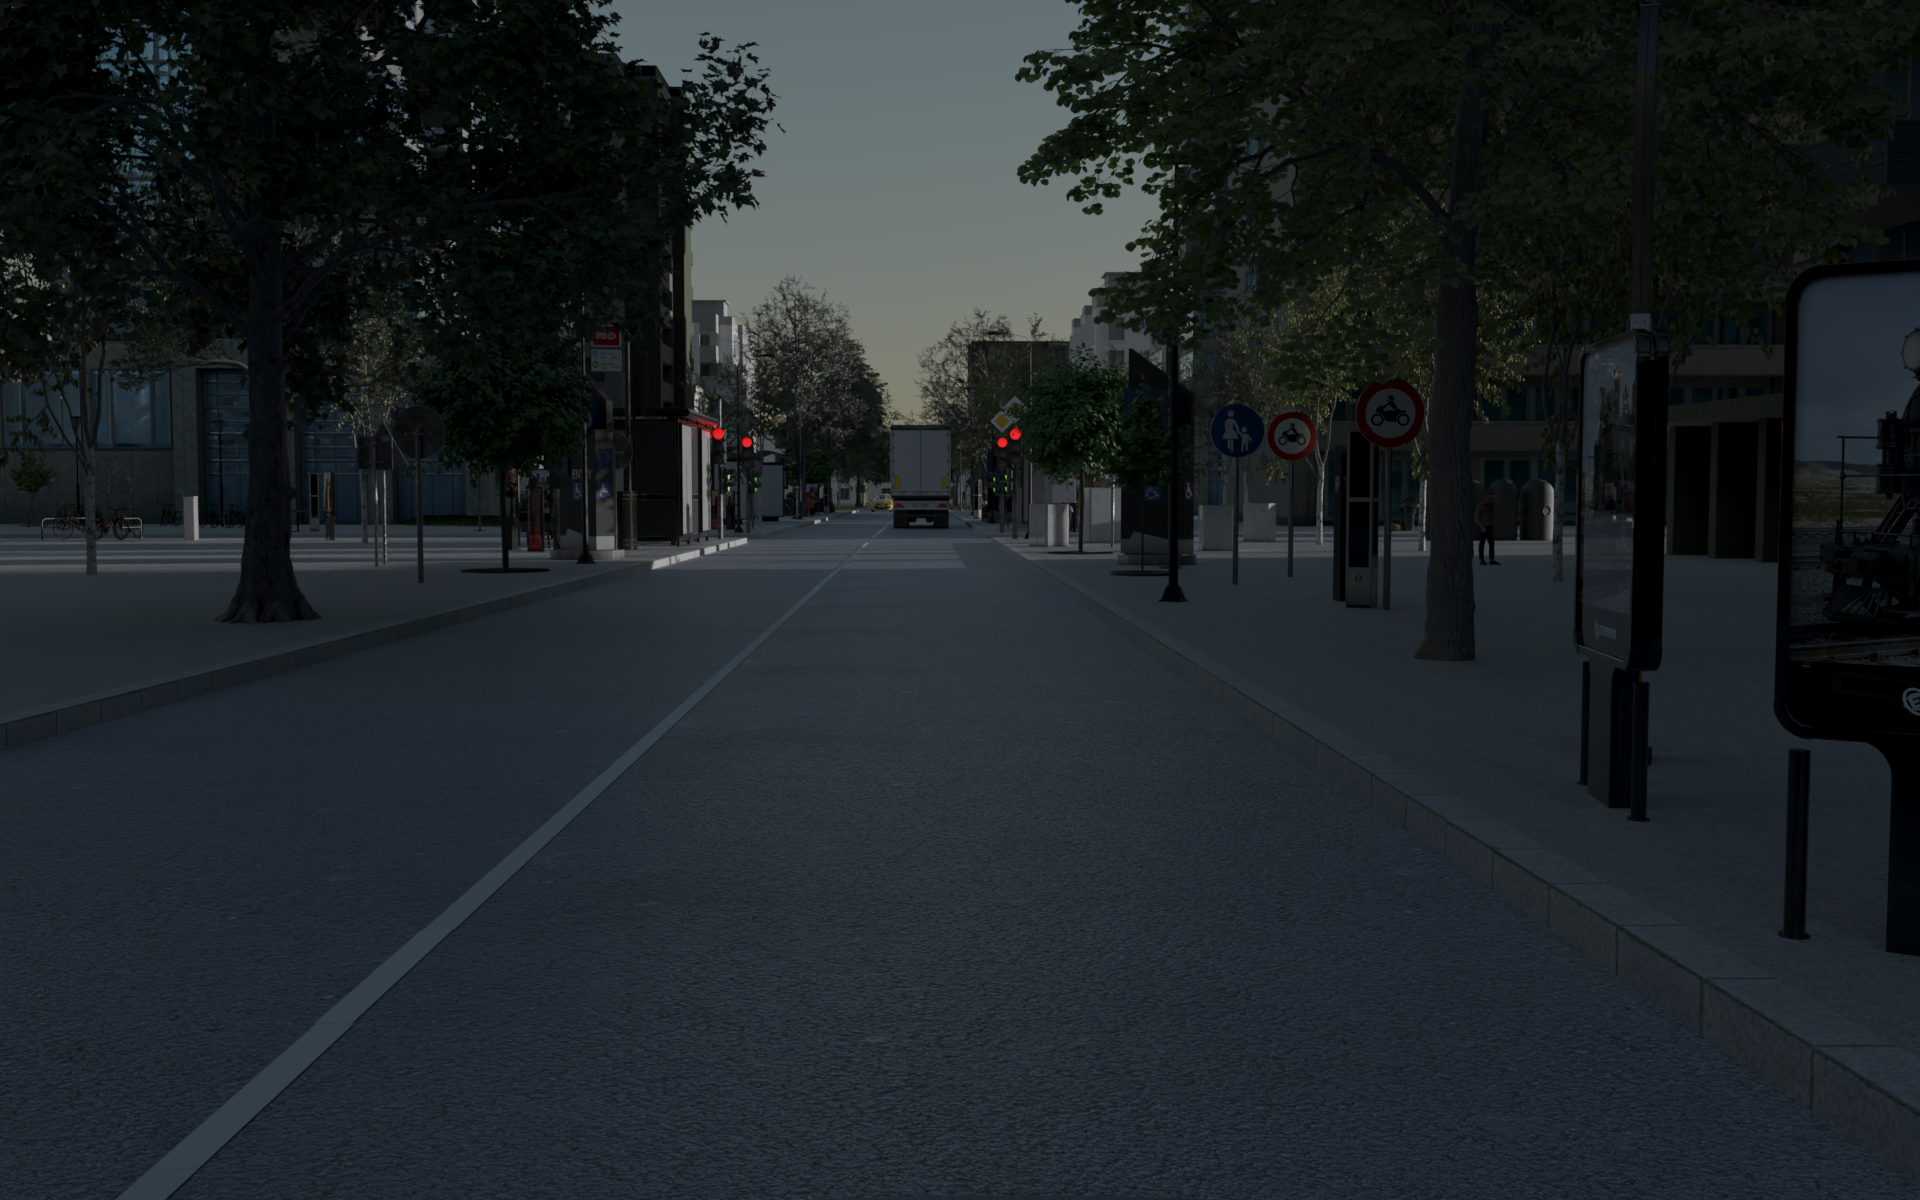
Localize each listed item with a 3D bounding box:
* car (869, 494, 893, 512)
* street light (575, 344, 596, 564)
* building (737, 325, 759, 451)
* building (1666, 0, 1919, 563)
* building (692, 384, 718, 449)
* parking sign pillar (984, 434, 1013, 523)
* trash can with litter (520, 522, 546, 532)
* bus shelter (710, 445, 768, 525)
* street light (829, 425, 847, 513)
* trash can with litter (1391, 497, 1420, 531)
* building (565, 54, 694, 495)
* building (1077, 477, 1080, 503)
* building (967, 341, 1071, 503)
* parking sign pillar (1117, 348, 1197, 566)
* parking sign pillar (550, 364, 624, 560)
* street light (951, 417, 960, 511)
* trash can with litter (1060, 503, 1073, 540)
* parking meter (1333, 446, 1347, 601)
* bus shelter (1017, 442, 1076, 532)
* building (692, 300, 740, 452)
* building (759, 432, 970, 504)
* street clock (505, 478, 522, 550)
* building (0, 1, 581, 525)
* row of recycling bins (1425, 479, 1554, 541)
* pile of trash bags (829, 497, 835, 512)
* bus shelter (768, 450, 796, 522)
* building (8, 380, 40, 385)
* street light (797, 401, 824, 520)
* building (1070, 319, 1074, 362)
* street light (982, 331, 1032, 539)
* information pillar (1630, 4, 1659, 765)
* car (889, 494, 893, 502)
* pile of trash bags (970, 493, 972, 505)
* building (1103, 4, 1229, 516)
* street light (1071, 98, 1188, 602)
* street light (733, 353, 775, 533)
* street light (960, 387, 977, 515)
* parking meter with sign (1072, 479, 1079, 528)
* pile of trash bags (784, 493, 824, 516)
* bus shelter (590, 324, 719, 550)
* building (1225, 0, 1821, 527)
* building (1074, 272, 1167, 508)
[{"bbox_3d":[-6.195,-7.796,137.692,2.015,1.641,3.980,0,4,-2],"label":"car"},{"bbox_3d":[-6.350,-3.619,31.707,1.470,5.913,1.316,0,4,-1],"label":"street light"},{"bbox_3d":[-38.554,-19.720,188.877,31.486,18.905,16.747,0,4,-1],"label":"building"},{"bbox_3d":[24.835,-22.529,22.971,22.147,44.769,28.867,0,4,-1],"label":"building"},{"bbox_3d":[-25.027,-12.502,146.557,9.099,9.664,28.070,0,4,-1],"label":"building"},{"bbox_3d":[1.780,-5.419,77.068,1.447,3.967,1.447,-3,4,-39],"label":"parking sign pillar"},{"bbox_3d":[-14.260,-2.852,58.015,1.055,1.170,0.624,-2,4,-23],"label":"trash can with litter"},{"bbox_3d":[-9.683,-4.946,74.798,2.014,3.302,5.546,0,4,-1],"label":"bus shelter"},{"bbox_3d":[-8.163,-8.790,116.255,1.470,5.913,1.316,0,4,-1],"label":"street light"},{"bbox_3d":[15.268,-2.954,59.685,1.055,1.170,0.624,-2,4,-27],"label":"trash can with litter"},{"bbox_3d":[-25.988,-21.136,117.275,14.160,30.474,14.107,0,4,-1],"label":"building"},{"bbox_3d":[14.822,-14.829,184.607,9.099,9.664,28.070,0,4,-1],"label":"building"},{"bbox_3d":[17.595,-24.327,241.723,32.646,21.610,27.936,0,4,-1],"label":"building"},{"bbox_3d":[3.607,-2.639,31.626,1.447,3.967,1.447,2,4,34],"label":"parking sign pillar"},{"bbox_3d":[-7.384,-2.796,34.180,1.447,3.967,1.447,-3,5,-45],"label":"parking sign pillar"},{"bbox_3d":[0.245,-8.032,103.856,1.470,5.913,1.316,0,4,-1],"label":"street light"},{"bbox_3d":[2.594,-2.251,48.191,1.055,1.170,0.624,0,4,-3],"label":"trash can with litter"},{"bbox_3d":[4.649,-0.921,20.775,0.255,1.863,0.399,0,4,-2],"label":"parking meter"},{"bbox_3d":[3.086,-4.079,60.608,2.014,3.302,5.546,0,4,-1],"label":"bus shelter"},{"bbox_3d":[-29.236,-18.967,166.527,16.016,20.091,11.380,0,4,-1],"label":"building"},{"bbox_3d":[-12.553,-17.746,232.298,28.070,9.664,9.099,0,4,-1],"label":"building"},{"bbox_3d":[-10.290,-2.154,39.785,0.358,2.002,0.471,3,4,36],"label":"street clock"},{"bbox_3d":[-31.154,-47.234,84.946,22.319,86.520,31.000,0,4,-1],"label":"building"},{"bbox_3d":[14.650,-2.509,48.136,3.534,1.692,1.069,0,4,8],"label":"row of recycling bins"},{"bbox_3d":[-10.553,-6.834,121.481,3.447,1.369,1.912,-1,4,-21],"label":"pile of trash bags"},{"bbox_3d":[-9.029,-5.447,82.977,2.014,3.302,5.546,0,4,-1],"label":"bus shelter"},{"bbox_3d":[-33.170,-24.831,25.601,30.456,49.044,23.786,0,4,-1],"label":"building"},{"bbox_3d":[-7.474,-6.984,86.726,1.470,5.913,1.316,0,4,-1],"label":"street light"},{"bbox_3d":[18.575,-18.854,164.678,16.016,20.091,11.380,0,4,-1],"label":"building"},{"bbox_3d":[1.458,-4.703,49.435,1.470,5.913,1.316,0,4,-1],"label":"street light"},{"bbox_3d":[3.213,-1.029,8.186,0.183,3.616,0.504,1,4,22],"label":"information pillar"},{"bbox_3d":[-8.030,-10.670,183.495,2.155,1.783,4.494,0,4,0],"label":"car"},{"bbox_3d":[2.375,-6.662,118.682,3.447,1.369,1.912,1,4,11],"label":"pile of trash bags"},{"bbox_3d":[22.541,-49.119,115.775,22.319,86.520,31.000,0,4,-1],"label":"building"},{"bbox_3d":[2.010,-2.935,20.526,1.470,5.913,1.316,0,4,-1],"label":"street light"},{"bbox_3d":[-6.794,-5.184,57.295,1.470,5.913,1.316,0,4,-1],"label":"street light"},{"bbox_3d":[0.871,-6.277,75.167,1.470,5.913,1.316,0,4,-1],"label":"street light"},{"bbox_3d":[4.175,-4.205,65.018,0.543,3.016,1.738,1,4,9],"label":"parking meter with sign"},{"bbox_3d":[-9.996,-5.563,100.702,3.447,1.369,1.912,1,4,22],"label":"pile of trash bags"},{"bbox_3d":[-7.666,-4.031,43.533,2.179,5.291,8.768,0,4,-1],"label":"bus shelter"},{"bbox_3d":[23.319,-27.761,77.593,21.600,48.544,21.300,0,4,-1],"label":"building"},{"bbox_3d":[18.804,-18.159,153.321,16.016,20.091,11.380,0,4,-1],"label":"building"}]
